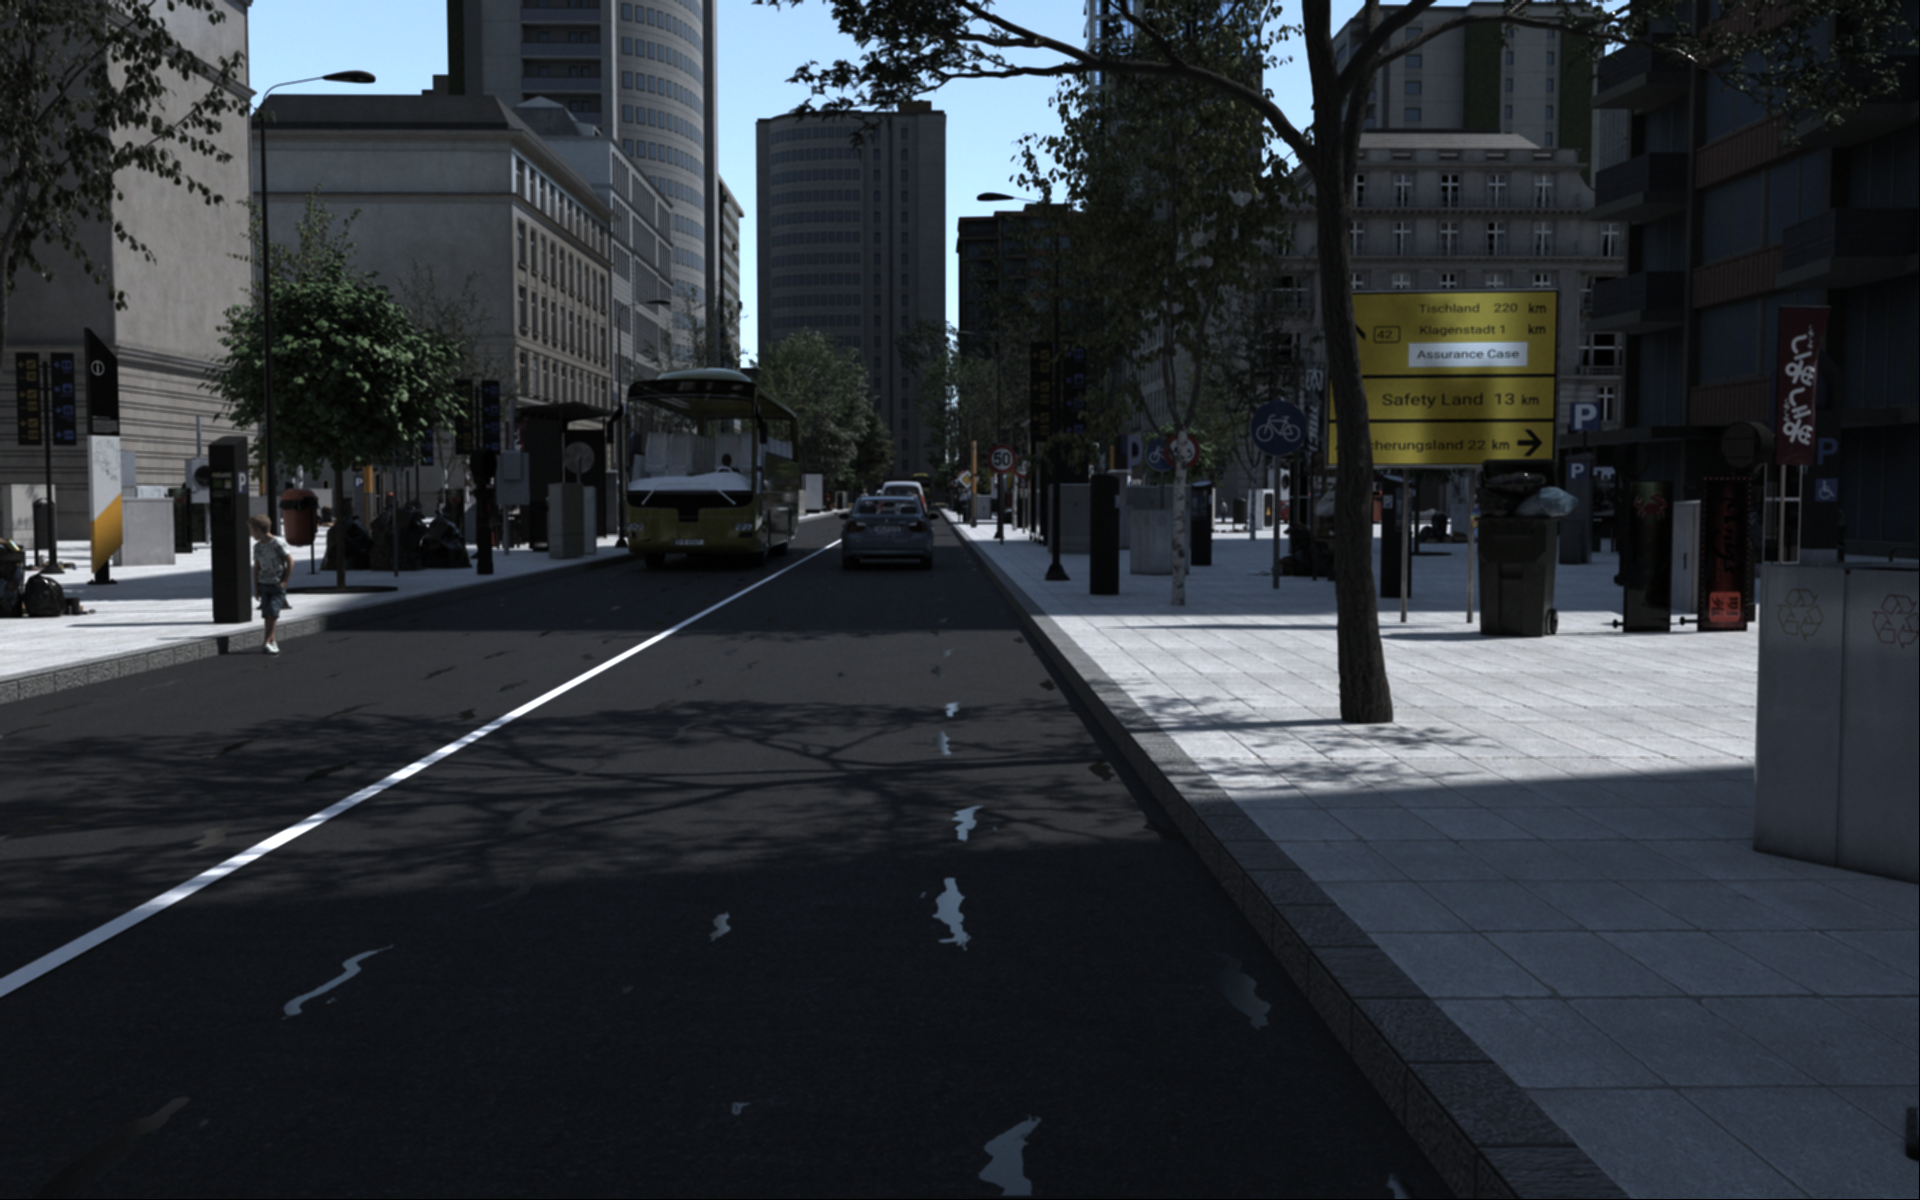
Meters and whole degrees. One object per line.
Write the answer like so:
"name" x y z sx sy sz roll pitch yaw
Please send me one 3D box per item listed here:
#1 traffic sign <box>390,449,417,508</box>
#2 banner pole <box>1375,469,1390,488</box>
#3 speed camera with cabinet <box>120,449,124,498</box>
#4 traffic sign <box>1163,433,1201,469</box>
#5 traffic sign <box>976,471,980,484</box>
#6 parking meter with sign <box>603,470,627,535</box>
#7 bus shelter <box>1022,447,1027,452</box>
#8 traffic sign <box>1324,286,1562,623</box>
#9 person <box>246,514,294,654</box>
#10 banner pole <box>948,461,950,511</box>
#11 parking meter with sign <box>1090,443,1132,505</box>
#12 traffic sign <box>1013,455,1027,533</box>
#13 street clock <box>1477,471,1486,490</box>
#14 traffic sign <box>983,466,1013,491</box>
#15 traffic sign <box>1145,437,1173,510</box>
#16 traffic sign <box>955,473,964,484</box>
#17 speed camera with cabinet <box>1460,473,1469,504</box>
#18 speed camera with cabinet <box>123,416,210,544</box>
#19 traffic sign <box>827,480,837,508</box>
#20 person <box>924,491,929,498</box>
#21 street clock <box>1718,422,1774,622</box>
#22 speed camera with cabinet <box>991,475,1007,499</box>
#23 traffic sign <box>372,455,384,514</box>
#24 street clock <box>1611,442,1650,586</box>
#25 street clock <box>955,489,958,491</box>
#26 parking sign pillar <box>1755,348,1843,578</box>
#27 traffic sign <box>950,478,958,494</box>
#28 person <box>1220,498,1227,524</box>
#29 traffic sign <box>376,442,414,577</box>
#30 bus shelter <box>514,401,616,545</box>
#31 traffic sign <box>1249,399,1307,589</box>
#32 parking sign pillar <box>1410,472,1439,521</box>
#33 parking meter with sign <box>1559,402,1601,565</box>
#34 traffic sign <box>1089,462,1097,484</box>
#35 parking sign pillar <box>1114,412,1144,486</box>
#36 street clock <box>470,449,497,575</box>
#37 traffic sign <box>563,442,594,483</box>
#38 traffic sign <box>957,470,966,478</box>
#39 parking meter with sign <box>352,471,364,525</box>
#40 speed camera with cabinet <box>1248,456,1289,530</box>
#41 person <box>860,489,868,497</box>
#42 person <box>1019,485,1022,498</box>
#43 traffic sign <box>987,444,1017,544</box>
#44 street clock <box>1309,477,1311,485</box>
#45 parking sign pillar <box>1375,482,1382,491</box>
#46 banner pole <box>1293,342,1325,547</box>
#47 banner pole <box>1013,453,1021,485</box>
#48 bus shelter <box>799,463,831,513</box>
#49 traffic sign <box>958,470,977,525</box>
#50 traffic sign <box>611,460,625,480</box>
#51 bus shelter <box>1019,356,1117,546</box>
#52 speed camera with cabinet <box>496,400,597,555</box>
"traffic sign" -12.729 -2.403 39.397 0.768 2.556 0.104 1 4 8
"banner pole" 34.381 -9.255 141.334 0.401 3.779 0.863 -3 5 -42
"speed camera with cabinet" -29.718 -4.080 61.049 0.660 3.252 2.038 3 5 42
"traffic sign" 4.563 -2.178 35.710 0.768 2.556 0.104 0 4 1
"traffic sign" 0.767 -5.470 89.433 0.884 2.594 0.081 0 4 2
"parking meter with sign" -11.193 -3.589 54.937 1.738 3.016 0.543 -1 4 -9
"bus shelter" 4.138 -5.957 88.676 1.731 3.624 6.357 0 4 -1
"traffic sign" 4.759 -1.426 17.184 2.265 3.308 0.079 0 4 6
"person" -6.209 -0.148 15.607 0.352 1.250 0.332 -3 5 -45
"banner pole" -0.823 -8.552 129.849 0.401 3.779 0.863 0 4 7
"parking meter with sign" 4.969 -3.535 54.054 1.738 3.016 0.543 2 4 27
"traffic sign" 2.082 -3.439 56.335 0.768 2.556 0.104 0 3 0
"street clock" 15.815 -2.913 52.192 0.471 2.002 0.358 1 4 13
"traffic sign" 2.836 -8.144 127.023 2.265 3.308 0.079 0 4 5
"traffic sign" 4.528 -2.366 38.792 0.768 2.556 0.104 0 4 6
"traffic sign" 0.150 -4.682 80.187 0.795 2.450 0.064 0 4 -1
"speed camera with cabinet" 33.518 -7.456 116.240 0.660 3.252 2.038 -2 4 -28
"speed camera with cabinet" -19.688 -2.999 43.377 2.038 3.252 0.660 -3 5 -41
"traffic sign" -10.251 -8.508 139.106 0.884 2.594 0.081 0 4 4
"person" -3.769 -10.632 183.117 1.217 1.735 0.721 -2 4 -29
"street clock" 7.872 -0.784 17.390 0.358 2.002 0.471 -2 4 -32
"speed camera with cabinet" 2.361 -5.610 86.063 0.660 3.252 2.038 3 5 40
"traffic sign" -11.294 -2.061 33.801 0.768 2.556 0.104 0 4 4
"street clock" 9.331 -1.197 24.144 0.471 2.002 0.358 -1 4 -19
"street clock" -0.245 -8.976 151.334 0.471 2.002 0.358 3 4 37
"parking sign pillar" 12.909 -2.326 26.501 1.447 3.967 1.447 0 4 -4
"traffic sign" -0.413 -8.503 139.124 0.768 2.556 0.104 0 4 3
"person" 11.717 -3.908 77.078 0.352 1.250 0.332 2 4 33
"traffic sign" -8.760 -1.512 26.856 0.606 2.300 0.079 0 4 2
"bus shelter" -10.669 -3.409 47.025 1.731 3.624 6.357 0 4 -1
"traffic sign" 4.294 -1.428 23.450 0.768 2.556 0.104 0 4 4
"parking sign pillar" 22.049 -5.719 81.984 1.447 3.967 1.447 -2 4 -25
"parking meter with sign" 11.487 -2.197 32.184 0.543 3.016 1.738 2 4 27
"traffic sign" 5.153 -4.202 68.808 0.768 2.556 0.104 0 4 7
"parking sign pillar" 5.563 -4.190 56.972 1.447 3.967 1.447 2 4 34
"street clock" -7.589 -1.410 27.628 0.358 2.002 0.471 1 4 15
"traffic sign" -9.333 -2.587 42.399 0.768 2.556 0.104 0 4 0
"traffic sign" 0.238 -5.673 92.855 0.768 2.556 0.104 0 3 0
"parking meter with sign" -21.521 -4.018 61.950 0.543 3.016 1.738 -1 4 -21
"speed camera with cabinet" 11.073 -4.135 61.938 0.660 3.252 2.038 3 4 39
"person" -5.318 -5.430 97.957 0.731 1.740 0.598 0 4 5
"person" 2.553 -4.089 75.167 0.447 1.846 0.655 -1 4 -14
"traffic sign" 1.064 -2.687 44.030 0.768 2.556 0.104 0 4 -1
"street clock" 13.664 -3.801 66.708 0.471 2.002 0.358 1 4 17
"parking sign pillar" 20.948 -5.986 86.349 1.447 3.967 1.447 2 4 35
"banner pole" 5.752 -2.369 28.754 0.863 3.779 0.401 -2 4 -32
"banner pole" 3.095 -6.309 93.168 0.401 3.779 0.863 3 5 41
"bus shelter" -9.883 -7.547 117.311 2.014 3.302 5.546 0 4 -1
"traffic sign" 0.302 -4.193 72.204 0.795 2.450 0.064 0 4 -1
"traffic sign" -12.568 -3.929 64.349 0.768 2.556 0.104 0 4 -1
"bus shelter" 2.765 -4.230 46.786 2.179 5.291 8.768 0 4 -1
"speed camera with cabinet" -8.753 -2.588 36.653 2.038 3.252 0.660 -1 4 -13
